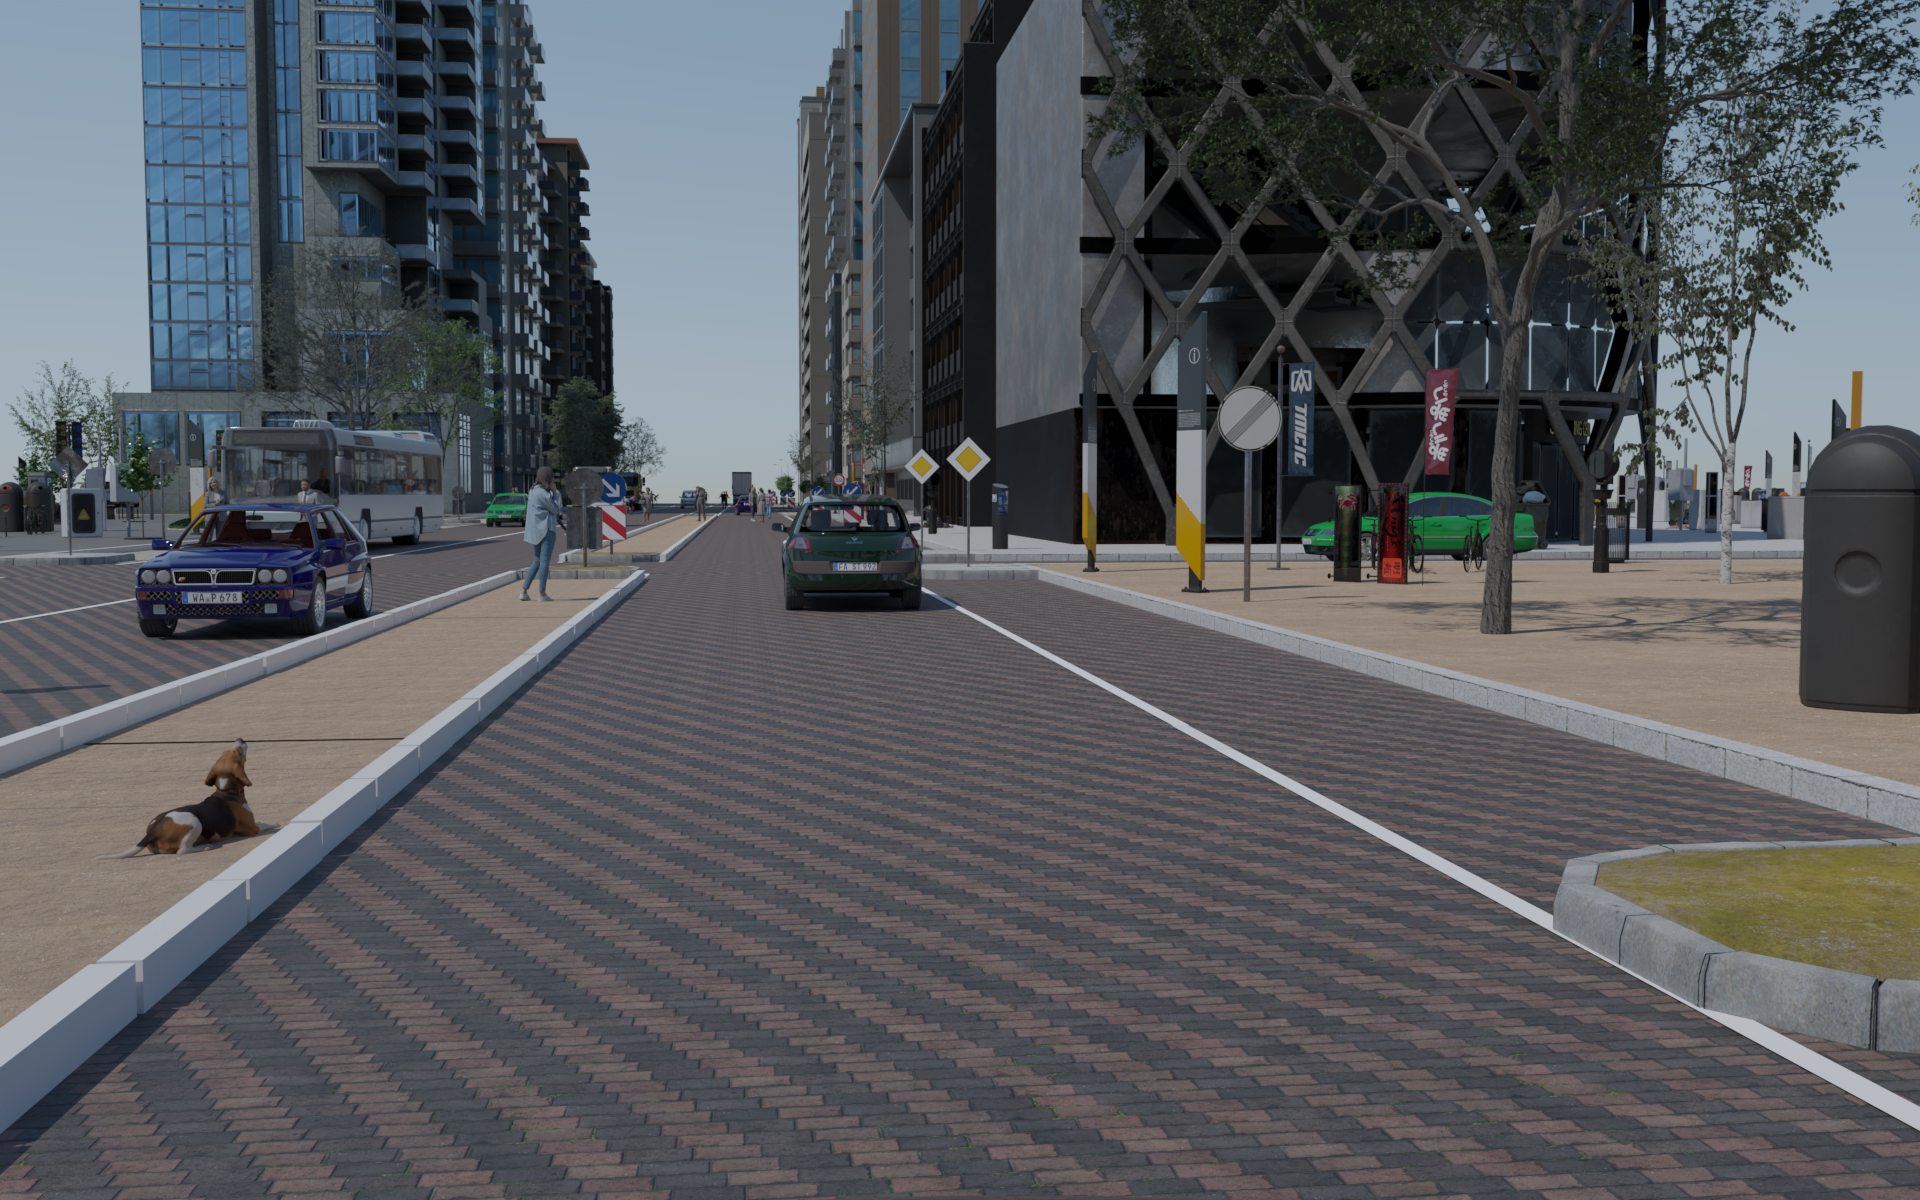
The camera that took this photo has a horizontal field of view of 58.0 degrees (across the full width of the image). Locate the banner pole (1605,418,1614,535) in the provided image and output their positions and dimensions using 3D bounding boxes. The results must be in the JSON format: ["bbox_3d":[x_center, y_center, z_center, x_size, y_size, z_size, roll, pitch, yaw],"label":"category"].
[{"bbox_3d":[20.455,-3.948,54.570,0.401,3.779,0.863,0,4,2],"label":"banner pole"}]

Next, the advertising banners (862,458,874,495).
[{"bbox_3d":[-4.450,-5.334,83.404,0.090,3.025,2.074,-1,4,-16],"label":"advertising banners"}]

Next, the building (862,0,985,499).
[{"bbox_3d":[0.577,-28.819,121.303,14.600,45.320,14.200,0,4,-7],"label":"building"}]

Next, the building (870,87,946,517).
[{"bbox_3d":[2.996,-17.131,99.161,14.314,24.678,30.058,0,4,-7],"label":"building"}]

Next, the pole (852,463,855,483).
[{"bbox_3d":[-6.869,-7.228,112.028,0.158,3.312,0.155,0,3,0],"label":"pole"}]

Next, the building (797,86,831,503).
[{"bbox_3d":[-13.537,-43.802,258.162,21.231,58.520,28.212,0,4,-7],"label":"building"}]

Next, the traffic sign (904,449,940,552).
[{"bbox_3d":[-0.843,-2.117,38.257,0.795,2.450,0.064,0,4,-7],"label":"traffic sign"}]

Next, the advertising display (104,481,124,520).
[{"bbox_3d":[-42.739,-5.010,87.128,0.123,1.923,0.974,3,4,36],"label":"advertising display"}]

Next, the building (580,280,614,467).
[{"bbox_3d":[-53.525,-28.014,229.737,14.160,30.474,14.107,0,4,-7],"label":"building"}]

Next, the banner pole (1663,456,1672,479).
[{"bbox_3d":[46.486,-7.580,113.956,0.863,3.779,0.401,-1,4,-20],"label":"banner pole"}]

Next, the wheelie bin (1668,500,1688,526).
[{"bbox_3d":[29.087,-3.805,70.113,0.693,1.594,0.980,3,4,37],"label":"wheelie bin"}]

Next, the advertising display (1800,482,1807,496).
[{"bbox_3d":[46.194,-5.456,94.425,0.974,1.923,0.123,0,4,-7],"label":"advertising display"}]

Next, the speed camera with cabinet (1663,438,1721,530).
[{"bbox_3d":[26.229,-4.128,61.831,2.038,3.252,0.660,-2,4,-25],"label":"speed camera with cabinet"}]

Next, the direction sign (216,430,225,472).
[{"bbox_3d":[-25.866,-4.245,61.395,0.876,3.537,0.379,-1,4,-13],"label":"direction sign"}]

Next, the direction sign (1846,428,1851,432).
[{"bbox_3d":[30.684,-4.119,59.348,0.876,3.537,0.379,-1,4,-10],"label":"direction sign"}]

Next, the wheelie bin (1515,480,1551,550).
[{"bbox_3d":[13.179,-1.964,40.026,0.693,1.594,0.980,-1,4,-20],"label":"wheelie bin"}]

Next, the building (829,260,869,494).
[{"bbox_3d":[3.697,-18.291,144.094,27.650,21.520,28.899,0,4,-7],"label":"building"}]

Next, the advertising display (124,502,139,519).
[{"bbox_3d":[-42.382,-5.088,88.405,0.123,1.923,0.974,2,4,30],"label":"advertising display"}]

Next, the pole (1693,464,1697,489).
[{"bbox_3d":[50.286,-7.622,118.466,0.158,3.312,0.155,0,3,0],"label":"pole"}]

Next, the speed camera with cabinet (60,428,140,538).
[{"bbox_3d":[-25.502,-3.488,51.360,2.038,3.252,0.660,-3,5,-44],"label":"speed camera with cabinet"}]

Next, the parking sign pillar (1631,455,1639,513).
[{"bbox_3d":[46.082,-7.952,118.489,1.447,3.967,1.447,1,4,13],"label":"parking sign pillar"}]

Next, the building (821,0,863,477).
[{"bbox_3d":[-1.899,-33.820,172.568,23.786,49.044,30.456,0,4,-7],"label":"building"}]

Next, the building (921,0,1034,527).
[{"bbox_3d":[5.270,-15.024,75.312,12.332,23.373,15.834,0,4,-7],"label":"building"}]

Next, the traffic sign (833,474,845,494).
[{"bbox_3d":[-7.587,-6.632,108.547,0.768,2.556,0.104,0,4,-6],"label":"traffic sign"}]

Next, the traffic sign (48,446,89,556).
[{"bbox_3d":[-18.553,-1.984,36.074,0.795,2.450,0.064,0,4,-7],"label":"traffic sign"}]

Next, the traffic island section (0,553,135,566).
[{"bbox_3d":[-18.575,-0.847,36.133,2.009,0.180,2.903,0,4,-7],"label":"traffic island section"}]

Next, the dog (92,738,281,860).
[{"bbox_3d":[-3.160,0.802,7.077,0.748,0.427,0.550,-2,4,-27],"label":"dog"}]

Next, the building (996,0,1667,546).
[{"bbox_3d":[10.524,-11.135,49.504,16.811,18.784,16.820,0,4,-7],"label":"building"}]

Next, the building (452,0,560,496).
[{"bbox_3d":[-49.149,-32.758,155.195,23.786,49.044,30.456,0,4,-7],"label":"building"}]

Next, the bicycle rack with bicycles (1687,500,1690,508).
[{"bbox_3d":[48.937,-6.296,116.320,2.852,0.926,2.925,-1,4,-17],"label":"bicycle rack with bicycles"}]

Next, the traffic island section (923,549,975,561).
[{"bbox_3d":[-0.820,-0.982,38.337,2.009,0.180,2.903,0,4,-7],"label":"traffic island section"}]

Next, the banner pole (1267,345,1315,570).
[{"bbox_3d":[5.583,-2.392,29.120,0.863,3.779,0.401,3,4,38],"label":"banner pole"}]

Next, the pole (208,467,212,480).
[{"bbox_3d":[-38.779,-5.856,89.589,0.158,3.312,0.155,0,3,0],"label":"pole"}]

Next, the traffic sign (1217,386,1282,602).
[{"bbox_3d":[3.416,-1.250,20.537,0.768,2.556,0.104,0,4,-3],"label":"traffic sign"}]

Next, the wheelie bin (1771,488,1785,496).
[{"bbox_3d":[43.688,-5.178,92.573,0.980,1.594,0.693,3,5,44],"label":"wheelie bin"}]

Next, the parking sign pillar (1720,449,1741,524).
[{"bbox_3d":[33.017,-5.257,74.425,1.447,3.967,1.447,2,4,27],"label":"parking sign pillar"}]

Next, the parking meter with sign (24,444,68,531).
[{"bbox_3d":[-32.111,-3.929,60.504,1.738,3.016,0.543,0,4,7],"label":"parking meter with sign"}]

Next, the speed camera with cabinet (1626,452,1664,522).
[{"bbox_3d":[31.977,-5.266,80.432,0.660,3.252,2.038,-3,4,-38],"label":"speed camera with cabinet"}]

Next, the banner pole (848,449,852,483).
[{"bbox_3d":[-6.185,-6.541,96.959,0.401,3.779,0.863,1,4,11],"label":"banner pole"}]

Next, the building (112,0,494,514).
[{"bbox_3d":[-45.165,-49.529,122.477,22.319,86.520,31.000,0,4,-7],"label":"building"}]

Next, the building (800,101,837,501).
[{"bbox_3d":[-8.040,-35.940,211.317,21.300,48.544,21.600,0,4,-7],"label":"building"}]

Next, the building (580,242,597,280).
[{"bbox_3d":[-65.114,-33.963,247.172,32.217,40.220,23.993,0,4,-7],"label":"building"}]

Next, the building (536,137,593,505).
[{"bbox_3d":[-55.948,-33.801,207.276,22.147,44.769,28.867,0,4,-7],"label":"building"}]

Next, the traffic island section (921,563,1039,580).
[{"bbox_3d":[0.169,-0.497,30.413,2.009,0.180,2.903,0,4,-7],"label":"traffic island section"}]

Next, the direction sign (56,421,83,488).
[{"bbox_3d":[-27.778,-3.798,54.088,0.379,3.537,0.876,2,4,26],"label":"direction sign"}]

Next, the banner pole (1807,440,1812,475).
[{"bbox_3d":[39.171,-5.497,79.890,0.401,3.779,0.863,3,4,39],"label":"banner pole"}]

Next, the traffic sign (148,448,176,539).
[{"bbox_3d":[-21.929,-2.907,47.631,0.768,2.556,0.104,0,4,0],"label":"traffic sign"}]

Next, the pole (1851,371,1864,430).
[{"bbox_3d":[14.879,-2.138,28.799,0.158,3.312,0.155,0,3,0],"label":"pole"}]

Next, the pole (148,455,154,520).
[{"bbox_3d":[-40.102,-5.628,85.853,0.158,3.312,0.155,0,3,0],"label":"pole"}]

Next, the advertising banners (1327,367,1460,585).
[{"bbox_3d":[6.142,-1.739,24.618,0.090,3.025,2.074,-3,5,-44],"label":"advertising banners"}]

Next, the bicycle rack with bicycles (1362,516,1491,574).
[{"bbox_3d":[7.891,-0.953,28.971,2.852,0.926,2.925,1,4,18],"label":"bicycle rack with bicycles"}]

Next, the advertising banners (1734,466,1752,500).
[{"bbox_3d":[47.991,-6.787,107.161,0.090,3.025,2.074,-3,4,-37],"label":"advertising banners"}]
